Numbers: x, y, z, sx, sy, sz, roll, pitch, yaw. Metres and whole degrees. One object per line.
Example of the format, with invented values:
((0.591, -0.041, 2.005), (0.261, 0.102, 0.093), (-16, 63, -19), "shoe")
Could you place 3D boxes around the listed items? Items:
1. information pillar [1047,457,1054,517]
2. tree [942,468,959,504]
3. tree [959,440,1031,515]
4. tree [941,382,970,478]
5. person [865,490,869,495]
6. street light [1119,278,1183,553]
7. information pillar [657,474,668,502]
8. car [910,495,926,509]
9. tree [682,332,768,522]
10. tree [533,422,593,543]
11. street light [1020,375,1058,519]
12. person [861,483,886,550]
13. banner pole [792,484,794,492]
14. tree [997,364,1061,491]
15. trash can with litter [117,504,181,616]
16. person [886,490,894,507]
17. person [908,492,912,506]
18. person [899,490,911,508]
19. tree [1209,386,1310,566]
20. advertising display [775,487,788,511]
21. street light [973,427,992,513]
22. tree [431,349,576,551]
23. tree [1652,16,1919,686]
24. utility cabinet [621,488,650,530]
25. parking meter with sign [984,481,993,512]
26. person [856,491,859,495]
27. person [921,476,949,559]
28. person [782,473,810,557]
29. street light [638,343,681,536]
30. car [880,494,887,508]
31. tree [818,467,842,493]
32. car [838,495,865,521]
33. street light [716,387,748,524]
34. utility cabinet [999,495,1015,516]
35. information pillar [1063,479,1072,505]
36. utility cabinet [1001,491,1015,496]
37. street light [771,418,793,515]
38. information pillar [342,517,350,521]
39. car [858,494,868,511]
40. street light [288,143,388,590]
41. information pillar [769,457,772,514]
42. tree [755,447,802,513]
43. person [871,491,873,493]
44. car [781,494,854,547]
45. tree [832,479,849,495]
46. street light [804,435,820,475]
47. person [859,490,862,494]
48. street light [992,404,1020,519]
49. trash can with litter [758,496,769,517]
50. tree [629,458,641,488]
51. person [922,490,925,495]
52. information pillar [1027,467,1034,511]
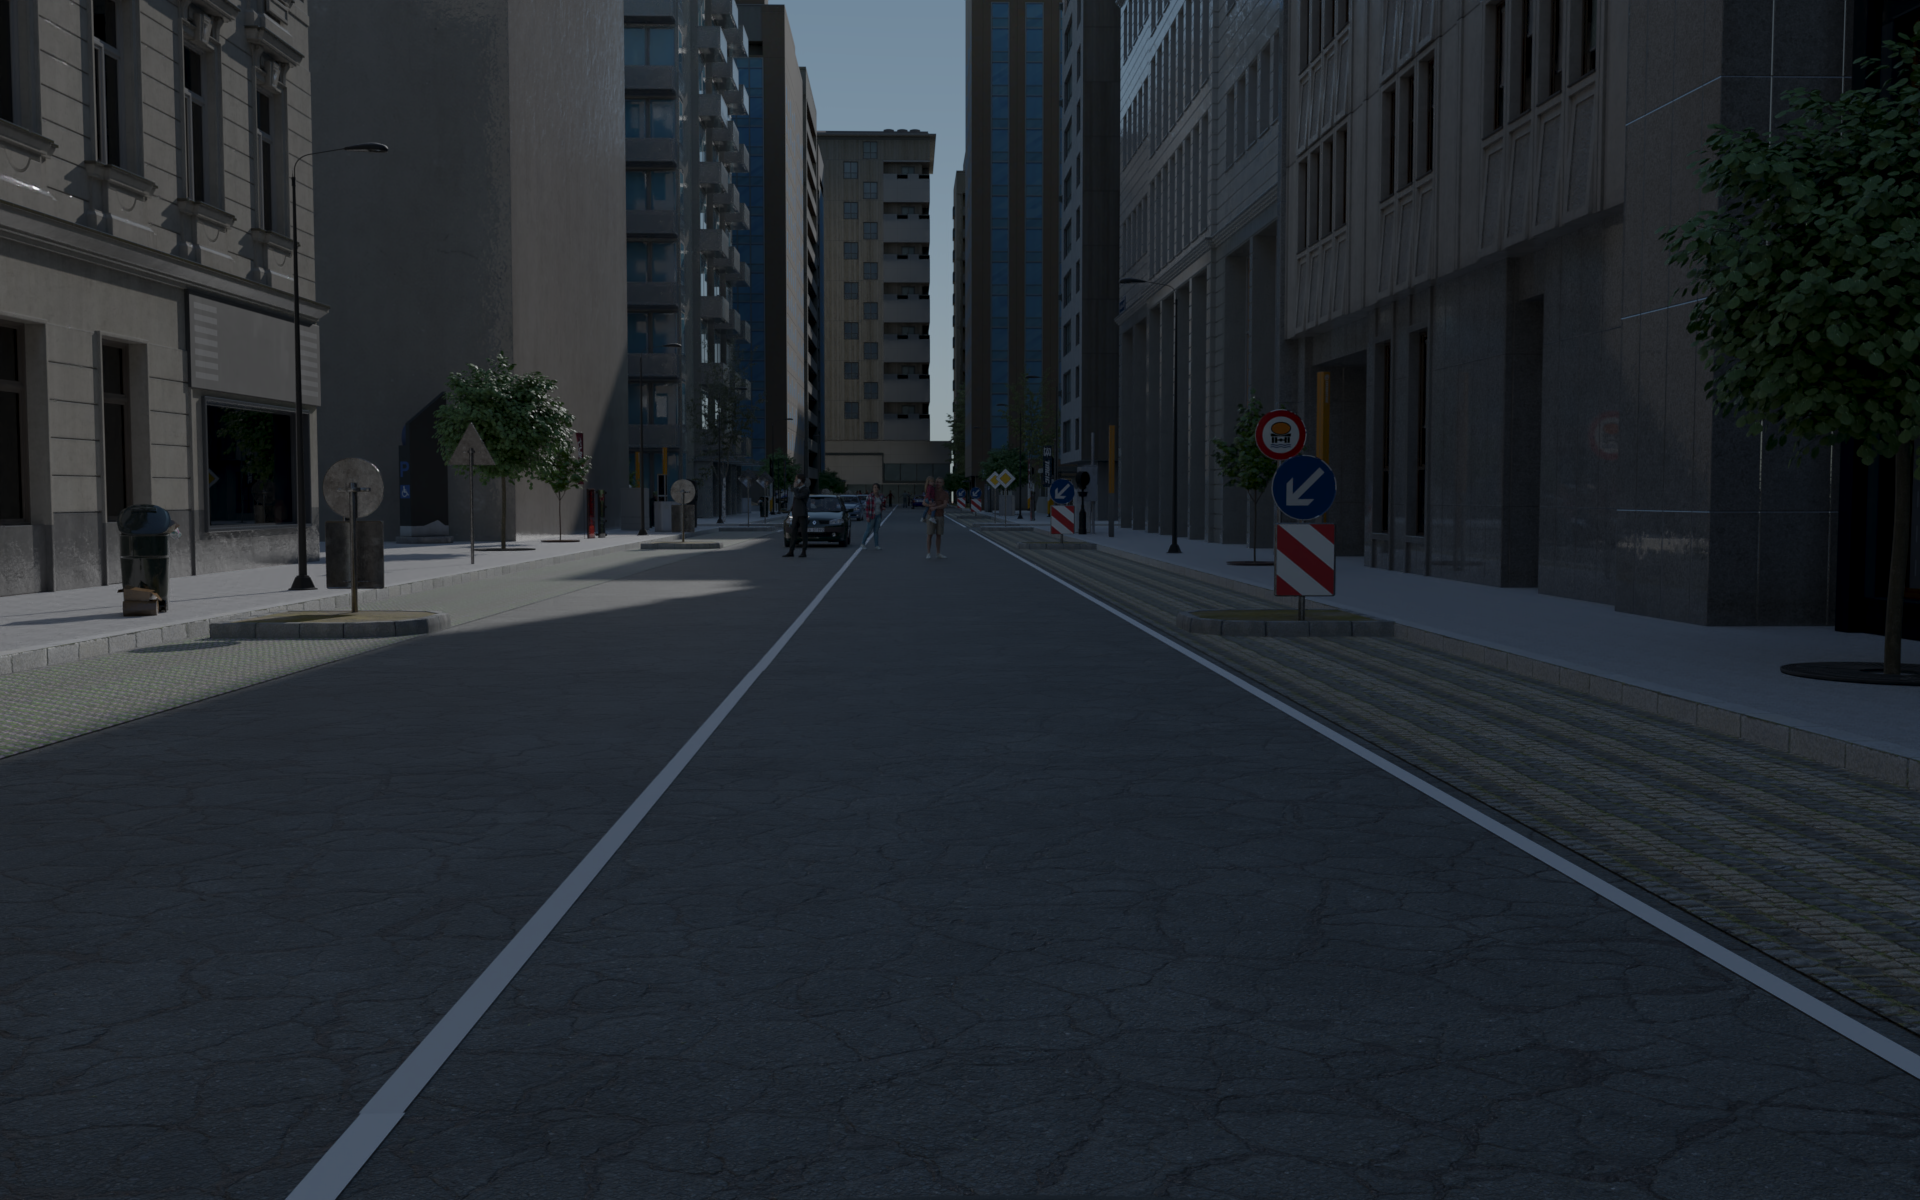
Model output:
((5.051, -6.413, 96.213), (0.504, 3.616, 0.183), (-3, 5, -44), "information pillar")
((0.670, -11.557, 172.676), (4.285, 4.588, 4.351), (0, 3, 0), "tree")
((2.897, -7.861, 112.248), (4.285, 4.588, 4.351), (0, 3, 0), "tree")
((1.851, -14.639, 157.467), (7.486, 12.596, 7.792), (0, 3, 0), "tree")
((-8.906, -9.629, 166.077), (1.348, 1.807, 0.705), (-2, 4, -27), "person")
((4.111, -3.965, 37.375), (1.470, 5.913, 1.316), (0, 4, -2), "street light")
((-10.921, -3.615, 63.591), (0.304, 2.012, 0.304), (0, 4, 5), "information pillar")
((-3.822, -9.426, 166.700), (1.945, 1.354, 3.894), (0, 4, -3), "car")
((-10.851, -7.890, 79.370), (4.360, 8.622, 3.978), (0, 3, 0), "tree")
((-10.541, -3.152, 46.133), (1.663, 3.219, 1.824), (0, 3, 0), "tree")
((3.248, -5.830, 67.864), (1.470, 5.913, 1.316), (0, 4, -2), "street light")
((-2.228, -2.162, 44.680), (0.563, 1.720, 0.643), (-3, 5, -41), "person")
((-14.269, -9.694, 148.512), (0.401, 3.779, 0.863), (-2, 4, -29), "banner pole")
((4.328, -9.080, 98.816), (4.737, 8.622, 4.395), (0, 3, 0), "tree")
((-8.705, -0.440, 18.589), (0.624, 1.170, 1.055), (-1, 4, -23), "trash can with litter")
((-7.700, -11.160, 190.930), (1.348, 1.831, 0.705), (3, 5, 39), "person")
((-6.018, -12.169, 208.259), (0.742, 1.727, 0.445), (2, 4, 27), "person")
((-5.673, -10.415, 178.865), (1.350, 1.814, 0.705), (0, 4, -1), "person")
((5.241, -2.250, 31.388), (1.663, 3.219, 1.824), (0, 3, 0), "tree")
((-13.247, -7.546, 128.596), (0.974, 1.923, 0.123), (1, 4, 17), "advertising display")
((1.584, -9.000, 119.694), (1.470, 5.913, 1.316), (0, 4, -2), "street light")
((-10.407, -3.405, 39.381), (4.285, 4.588, 4.351), (0, 3, 0), "tree")
((6.503, -1.733, 12.053), (4.285, 4.588, 4.351), (0, 3, 0), "tree")
((-11.366, -3.176, 60.612), (1.173, 1.500, 0.318), (3, 5, 39), "utility cabinet")
((1.976, -7.704, 122.224), (0.543, 3.016, 1.738), (-1, 4, -12), "parking meter with sign")
((-9.435, -9.267, 160.739), (0.721, 1.735, 1.217), (2, 4, 30), "person")
((-0.580, -1.830, 38.401), (0.573, 1.828, 0.580), (2, 4, 34), "person")
((-3.685, -1.923, 39.298), (0.474, 1.900, 0.648), (-3, 5, -42), "person")
((-9.292, -4.953, 53.529), (1.470, 5.913, 1.316), (0, 4, -2), "street light")
((-8.618, -10.482, 180.423), (2.155, 1.783, 4.494), (0, 4, -1), "car")
((-15.781, -13.670, 207.225), (4.285, 4.588, 4.351), (0, 3, 0), "tree")
((-6.110, -4.963, 93.148), (2.014, 1.417, 4.499), (0, 4, 0), "car")
((-9.918, -6.287, 75.338), (1.470, 5.913, 1.316), (0, 4, -2), "street light")
((2.754, -5.536, 101.677), (1.020, 1.237, 0.306), (3, 5, 43), "utility cabinet")
((5.162, -4.823, 83.342), (0.304, 2.012, 0.304), (-3, 4, -37), "information pillar")
((3.266, -6.664, 117.643), (0.318, 1.500, 1.173), (-3, 5, -39), "utility cabinet")
((-10.902, -8.166, 106.047), (1.470, 5.913, 1.316), (0, 4, -2), "street light")
((-14.854, -2.301, 42.107), (0.304, 2.012, 0.304), (-2, 4, -24), "information pillar")
((-7.182, -7.126, 128.520), (2.014, 1.417, 4.499), (0, 4, 0), "car")
((-8.263, -3.089, 23.045), (1.470, 5.913, 1.316), (0, 4, -2), "street light")
((-12.041, -7.291, 110.567), (0.183, 3.616, 0.504), (1, 4, 12), "information pillar")
((-12.522, -8.310, 119.575), (4.285, 4.588, 4.351), (0, 3, 0), "tree")
((-11.582, -13.370, 227.089), (0.705, 1.826, 1.348), (0, 4, -1), "person")
((-3.931, -2.340, 48.044), (2.009, 1.686, 4.222), (0, 4, -2), "car")
((-15.224, -14.148, 225.926), (1.663, 3.219, 1.824), (0, 3, 0), "tree")
((-11.725, -10.030, 136.537), (1.470, 5.913, 1.316), (0, 4, -2), "street light")
((-10.048, -10.106, 173.672), (0.705, 1.831, 1.348), (2, 4, 27), "person")
((2.561, -7.124, 89.025), (1.470, 5.913, 1.316), (0, 4, -2), "street light")
((-10.870, -5.155, 95.667), (0.624, 1.170, 1.055), (0, 4, -6), "trash can with litter")
((-15.338, -5.083, 77.707), (1.663, 3.219, 1.824), (0, 3, 0), "tree")
((-4.056, -10.862, 185.955), (0.599, 1.838, 0.709), (0, 4, 1), "person")
((5.339, -8.525, 130.738), (0.504, 3.616, 0.183), (-1, 4, -13), "information pillar")
